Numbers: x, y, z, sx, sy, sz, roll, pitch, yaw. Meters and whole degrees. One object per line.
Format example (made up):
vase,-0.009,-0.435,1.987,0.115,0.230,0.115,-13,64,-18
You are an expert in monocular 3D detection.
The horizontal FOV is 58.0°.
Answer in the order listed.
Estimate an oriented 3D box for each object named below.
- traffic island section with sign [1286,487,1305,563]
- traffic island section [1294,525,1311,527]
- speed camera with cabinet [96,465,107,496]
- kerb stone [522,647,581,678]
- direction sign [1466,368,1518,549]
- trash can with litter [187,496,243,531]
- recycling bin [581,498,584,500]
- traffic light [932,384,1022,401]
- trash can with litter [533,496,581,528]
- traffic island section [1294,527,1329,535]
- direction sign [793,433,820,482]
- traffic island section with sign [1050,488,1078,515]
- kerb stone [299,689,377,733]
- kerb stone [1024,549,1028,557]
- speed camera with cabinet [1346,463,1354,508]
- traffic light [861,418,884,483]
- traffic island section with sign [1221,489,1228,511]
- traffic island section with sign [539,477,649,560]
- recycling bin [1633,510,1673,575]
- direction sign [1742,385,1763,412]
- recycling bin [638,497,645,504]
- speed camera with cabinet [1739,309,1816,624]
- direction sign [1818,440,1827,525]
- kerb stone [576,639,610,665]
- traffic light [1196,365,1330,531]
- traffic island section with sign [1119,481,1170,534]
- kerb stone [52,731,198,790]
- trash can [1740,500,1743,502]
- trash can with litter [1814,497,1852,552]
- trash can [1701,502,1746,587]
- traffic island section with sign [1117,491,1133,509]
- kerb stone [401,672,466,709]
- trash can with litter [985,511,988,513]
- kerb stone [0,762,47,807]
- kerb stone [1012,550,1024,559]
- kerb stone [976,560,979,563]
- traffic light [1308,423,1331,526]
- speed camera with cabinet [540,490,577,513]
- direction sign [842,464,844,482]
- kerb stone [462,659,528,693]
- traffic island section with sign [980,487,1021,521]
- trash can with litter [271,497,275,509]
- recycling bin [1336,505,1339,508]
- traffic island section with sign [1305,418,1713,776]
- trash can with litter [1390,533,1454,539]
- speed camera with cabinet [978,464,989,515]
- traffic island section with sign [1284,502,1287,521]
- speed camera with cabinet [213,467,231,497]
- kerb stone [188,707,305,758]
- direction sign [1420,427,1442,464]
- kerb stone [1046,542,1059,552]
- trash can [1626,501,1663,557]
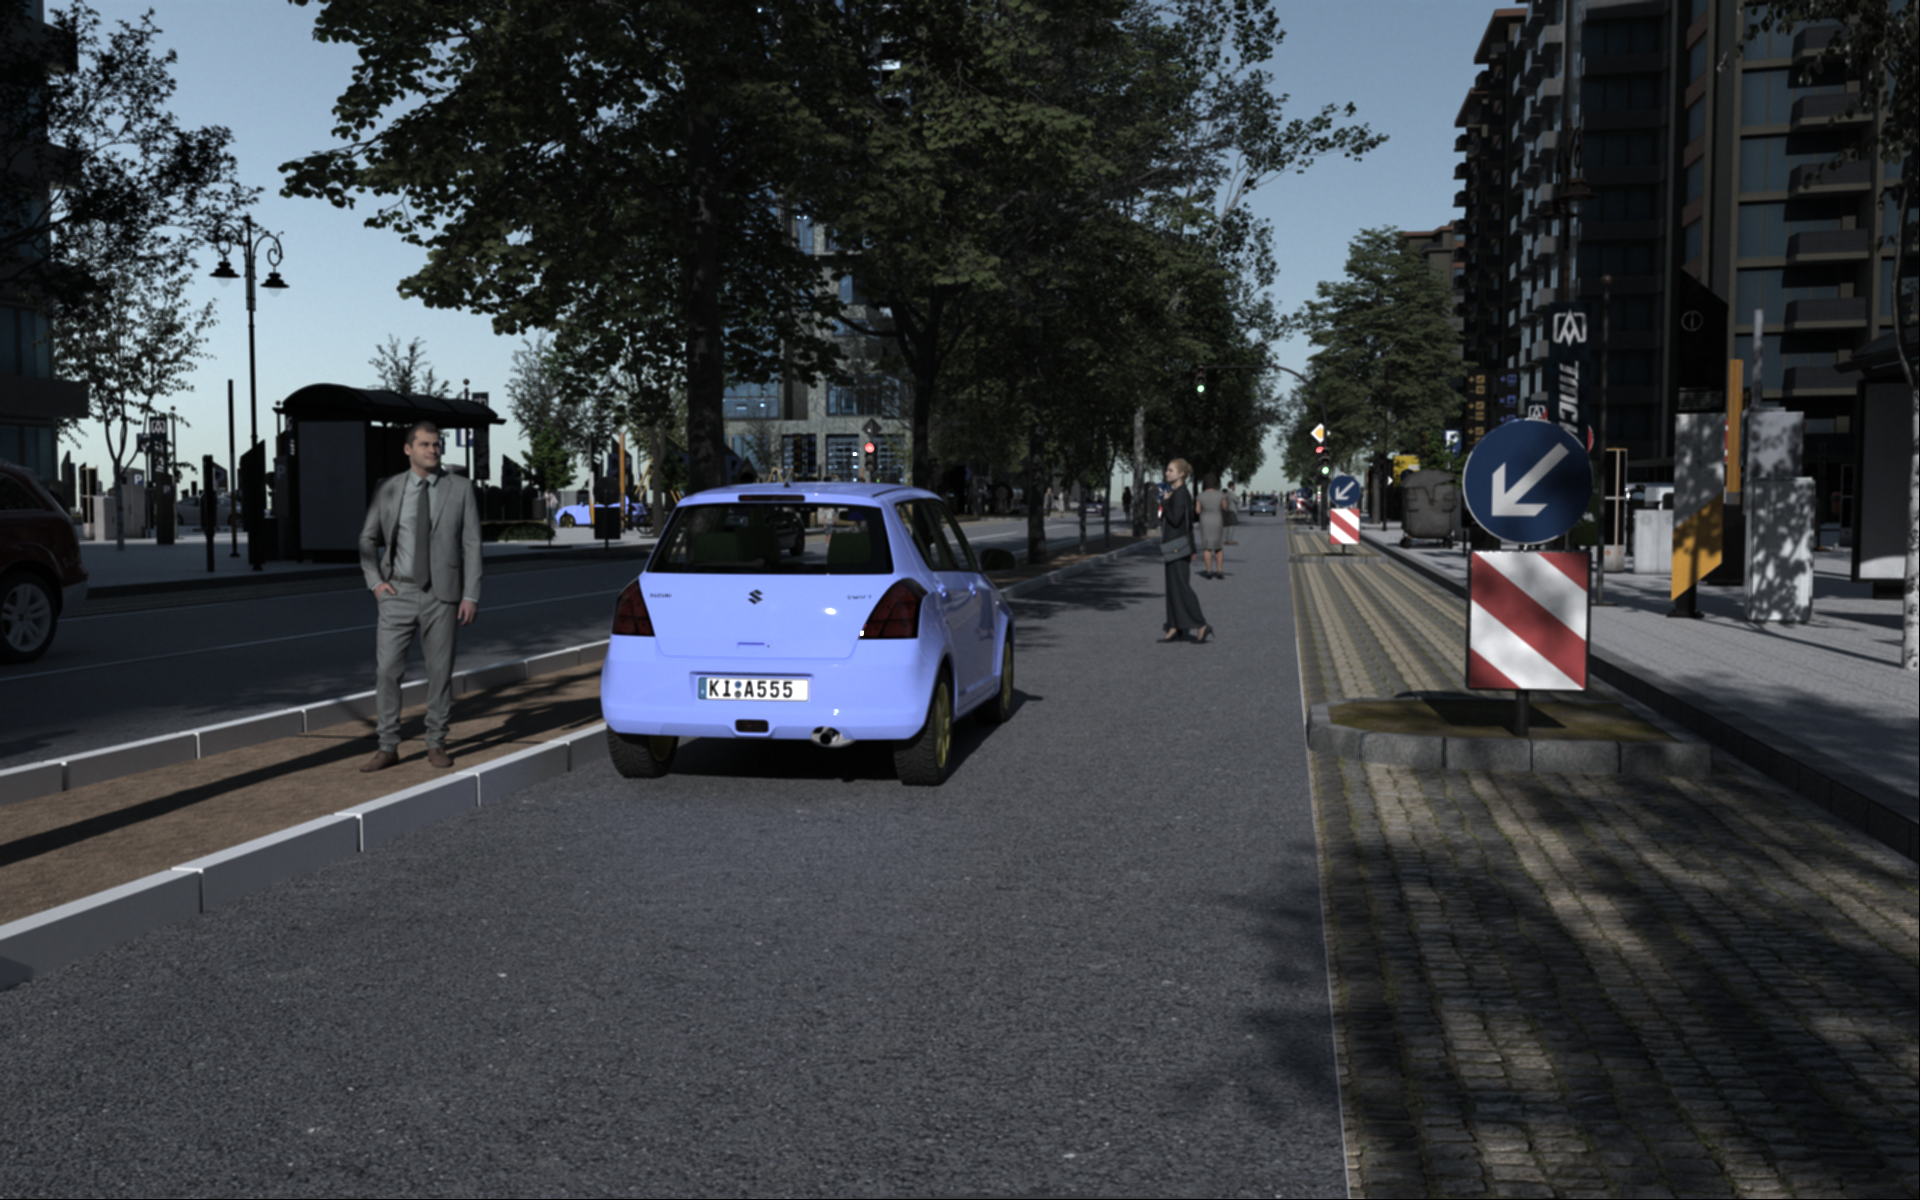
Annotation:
traffic island section with sign,7.930,-1.695,36.342,1.989,1.847,2.006,1,4,11
traffic island section,14.298,-2.846,68.813,2.009,0.180,2.903,1,4,11
speed camera with cabinet,-58.834,-7.624,118.988,0.660,3.252,2.038,1,4,22
kerb stone,-3.308,0.515,13.855,0.120,0.150,1.000,1,4,11
direction sign,9.591,-2.403,31.292,0.876,3.537,0.379,1,4,19
trash can with litter,-26.064,-3.016,60.374,1.678,1.210,2.233,0,4,-2
recycling bin,-23.684,-5.991,110.505,0.722,1.027,0.722,2,4,30
traffic light,0.294,-5.911,71.319,4.771,5.953,1.251,1,4,11
trash can with litter,-15.556,-3.344,65.731,2.233,1.210,1.678,-1,4,-9
traffic island section,12.835,-2.366,60.963,2.009,0.180,2.903,1,4,11
direction sign,-5.788,-4.445,64.668,0.876,3.537,0.379,1,4,10
traffic island section with sign,7.234,-6.835,120.384,1.989,1.847,2.006,1,4,11
kerb stone,-3.870,0.697,10.826,0.120,0.150,1.000,1,4,11
kerb stone,1.394,-1.033,39.089,0.120,0.150,1.000,1,4,11
speed camera with cabinet,24.627,-7.063,109.818,0.660,3.252,2.038,1,4,18
traffic light,-3.241,-4.581,63.817,0.839,4.253,0.868,1,4,11
traffic island section with sign,21.905,-8.278,143.484,2.006,1.907,1.989,1,4,11
traffic island section with sign,-8.031,-1.825,38.469,1.989,1.847,2.006,1,4,11
recycling bin,11.205,-0.934,27.818,0.722,1.027,0.722,1,4,21
direction sign,16.633,-2.720,36.465,0.379,3.537,0.876,0,4,0
recycling bin,-24.129,-7.186,130.042,0.722,1.027,0.722,3,4,37
speed camera with cabinet,8.489,-1.446,17.973,0.660,3.252,2.038,1,4,22
direction sign,36.239,-4.945,72.854,0.379,3.537,0.876,0,4,8
kerb stone,-3.123,0.449,14.860,0.120,0.150,1.000,1,4,11
traffic light,10.725,-5.286,61.098,4.771,5.953,1.251,1,4,11
traffic island section with sign,6.785,-3.315,62.330,2.006,1.907,1.989,1,4,11
kerb stone,-4.254,0.821,8.812,0.120,0.150,1.000,1,4,11
trash can,19.904,-2.030,44.842,0.748,1.137,0.748,0,3,0
trash can with litter,19.314,-1.731,39.359,1.678,1.210,2.233,0,4,0
trash can,10.691,-0.766,24.178,0.748,1.137,0.748,0,3,0
traffic island section with sign,16.399,-9.842,169.543,1.989,1.847,2.006,1,4,11
kerb stone,-3.682,0.633,11.839,0.120,0.150,1.000,1,4,11
trash can with litter,2.082,-6.531,117.836,1.678,1.210,2.233,-1,4,-15
kerb stone,-4.441,0.881,7.794,0.120,0.150,1.000,1,4,11
kerb stone,1.212,-0.972,38.083,0.120,0.150,1.000,1,4,11
kerb stone,0.453,-0.724,34.055,0.120,0.150,1.000,1,4,11
traffic light,14.261,-4.880,68.706,0.839,4.253,0.868,1,4,11
speed camera with cabinet,-20.102,-5.651,86.725,0.660,3.252,2.038,2,4,30
direction sign,-8.732,-8.405,129.419,0.379,3.537,0.876,-1,4,-8
kerb stone,-3.498,0.576,12.845,0.120,0.150,1.000,1,4,11
traffic island section with sign,2.222,-5.187,93.443,1.989,1.847,2.006,1,4,11
trash can with litter,-26.808,-3.379,66.299,2.233,1.210,1.678,-3,5,-40
recycling bin,29.321,-7.464,134.586,0.722,1.027,0.722,2,4,29
traffic island section with sign,3.002,-0.074,9.840,1.989,1.847,2.006,1,4,11
trash can with litter,13.616,-2.359,49.620,2.233,1.210,1.678,3,5,41
speed camera with cabinet,1.331,-6.990,108.623,0.660,3.252,2.038,1,4,13
traffic island section with sign,18.119,-5.043,91.081,1.989,1.847,2.006,1,4,11
speed camera with cabinet,-55.350,-8.263,129.430,0.660,3.252,2.038,1,4,20
kerb stone,-4.060,0.759,9.816,0.120,0.150,1.000,1,4,11
direction sign,16.002,-4.082,58.741,0.876,3.537,0.379,-1,4,-13
kerb stone,2.334,-1.340,44.126,0.120,0.150,1.000,1,4,11
trash can,13.958,-1.454,35.427,0.748,1.137,0.748,0,3,0
